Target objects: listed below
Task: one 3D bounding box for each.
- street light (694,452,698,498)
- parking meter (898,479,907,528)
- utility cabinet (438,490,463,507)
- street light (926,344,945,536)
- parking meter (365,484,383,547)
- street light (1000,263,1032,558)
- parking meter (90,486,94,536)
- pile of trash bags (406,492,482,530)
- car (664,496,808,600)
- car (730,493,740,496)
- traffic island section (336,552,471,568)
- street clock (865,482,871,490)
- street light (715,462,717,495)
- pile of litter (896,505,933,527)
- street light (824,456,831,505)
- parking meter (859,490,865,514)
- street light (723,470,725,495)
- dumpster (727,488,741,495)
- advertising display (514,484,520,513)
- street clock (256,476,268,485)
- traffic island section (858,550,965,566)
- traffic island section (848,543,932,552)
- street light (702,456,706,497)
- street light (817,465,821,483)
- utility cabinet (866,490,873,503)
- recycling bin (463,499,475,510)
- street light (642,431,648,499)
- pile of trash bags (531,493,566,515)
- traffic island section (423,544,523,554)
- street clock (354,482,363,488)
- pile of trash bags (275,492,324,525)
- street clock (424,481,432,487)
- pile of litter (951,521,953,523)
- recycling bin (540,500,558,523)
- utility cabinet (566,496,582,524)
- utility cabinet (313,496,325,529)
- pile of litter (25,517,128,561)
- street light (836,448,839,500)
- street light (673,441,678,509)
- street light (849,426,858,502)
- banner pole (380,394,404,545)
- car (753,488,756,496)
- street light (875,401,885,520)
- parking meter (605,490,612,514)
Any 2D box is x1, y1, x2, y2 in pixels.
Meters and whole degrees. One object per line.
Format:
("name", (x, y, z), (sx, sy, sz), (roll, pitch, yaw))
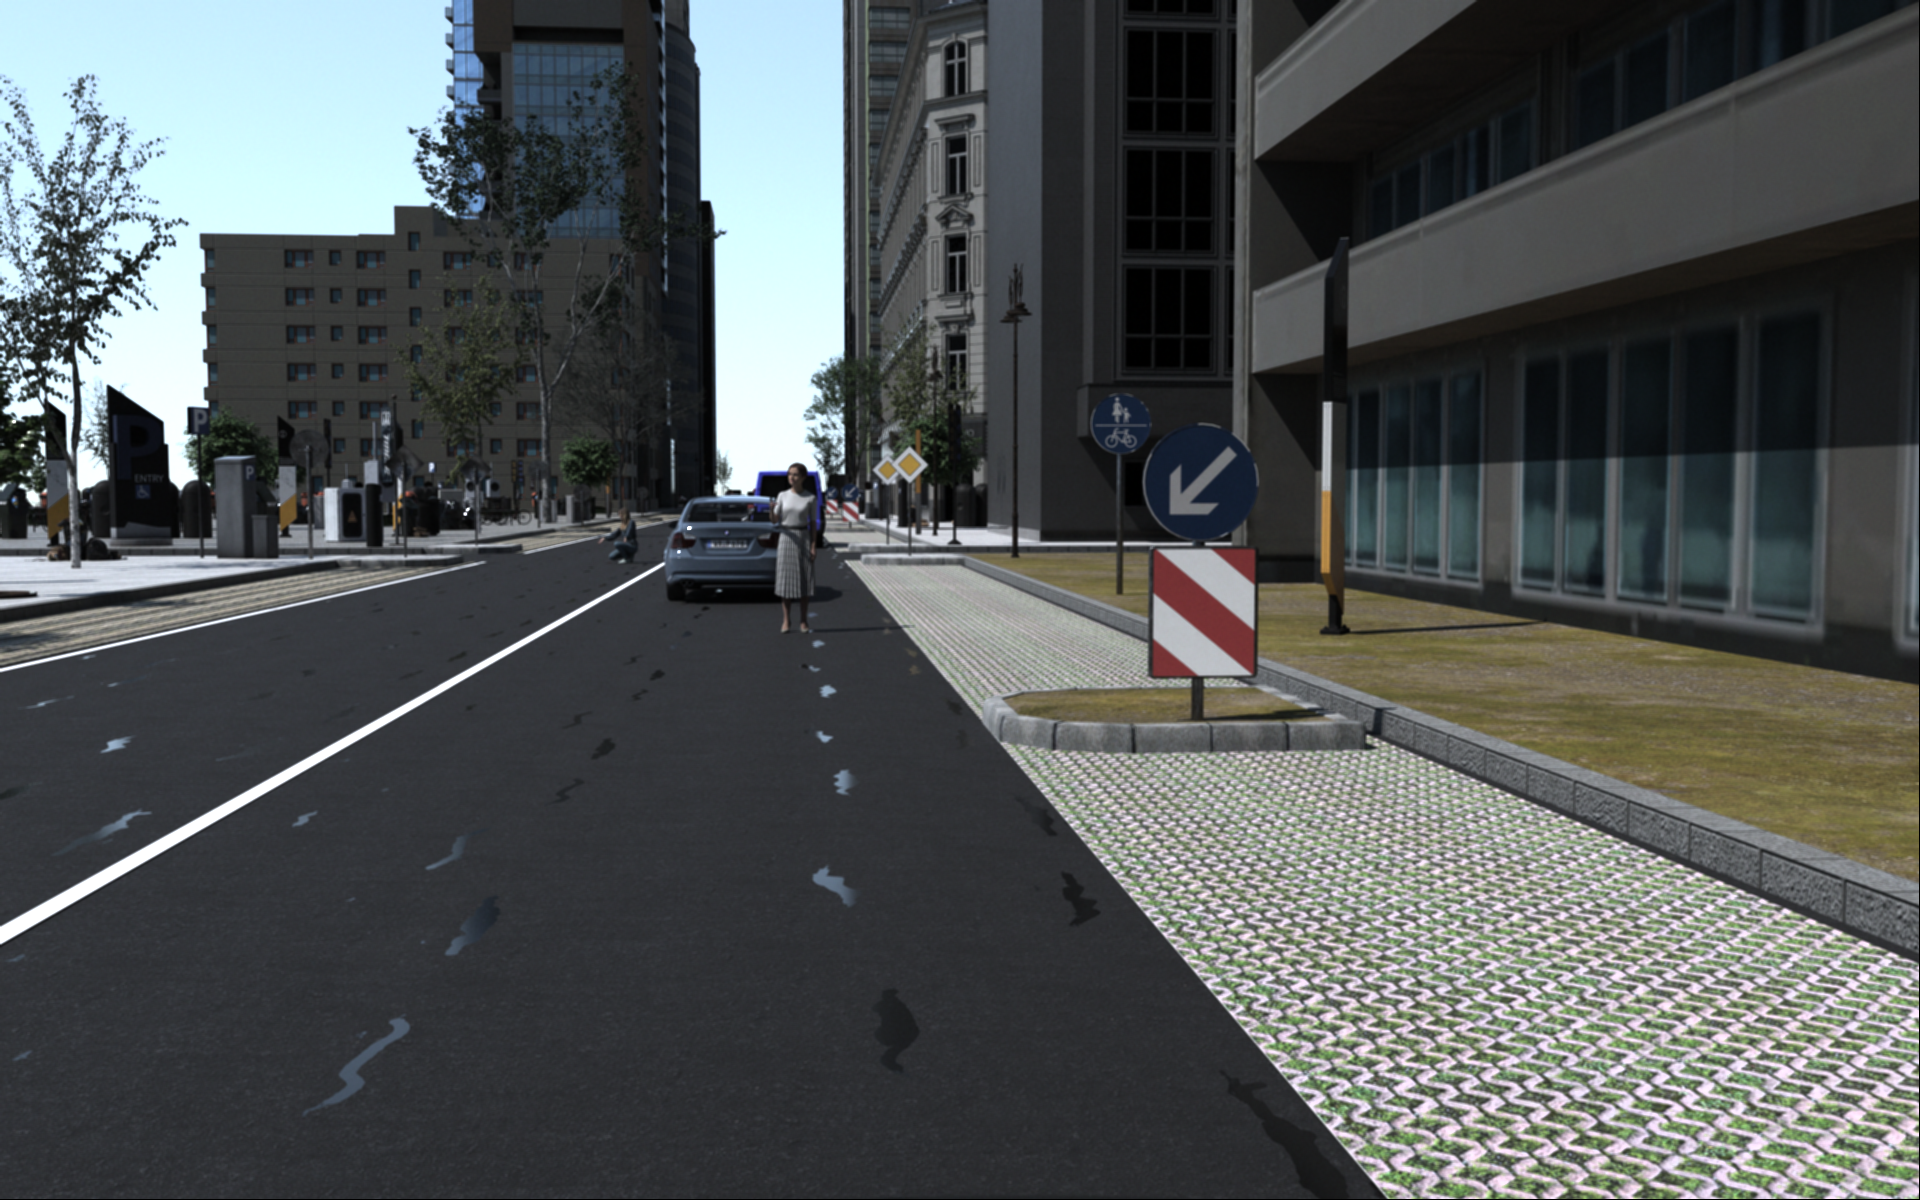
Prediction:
("street light", (-28.082, -12.956, 184.612), (0.468, 5.910, 1.993), (0, 4, -6))
("parking meter", (-2.198, -3.718, 66.493), (0.255, 1.863, 0.399), (-2, 4, -25))
("utility cabinet", (-25.857, -4.851, 87.989), (1.173, 1.500, 0.318), (-2, 4, -32))
("street light", (-0.772, -4.932, 53.424), (0.468, 5.910, 1.993), (0, 4, -6))
("parking meter", (-14.169, -2.047, 41.884), (0.372, 1.533, 0.369), (0, 3, 0))
("street light", (1.115, -3.797, 34.869), (0.468, 5.910, 1.993), (0, 4, -6))
("parking meter", (-26.577, -2.750, 53.379), (0.372, 1.533, 0.369), (0, 3, 0))
("pile of trash bags", (-18.681, -3.171, 61.601), (1.912, 1.369, 3.447), (1, 4, 19))
("car", (-3.182, -0.775, 24.679), (2.014, 1.417, 4.499), (0, 4, -4))
("car", (-17.726, -7.653, 134.904), (2.009, 1.686, 4.222), (0, 4, -7))
("traffic island section", (-11.213, -0.776, 34.970), (2.009, 0.180, 2.903), (0, 4, -6))
("street clock", (-5.356, -5.903, 101.090), (0.358, 2.002, 0.471), (-2, 4, -24))
("street light", (-33.021, -16.018, 234.686), (0.468, 5.910, 1.993), (0, 4, -6))
("pile of litter", (-1.720, -3.280, 67.588), (1.719, 0.858, 1.176), (-1, 4, -16))
("street light", (-14.701, -13.544, 194.228), (0.468, 5.910, 1.993), (0, 4, -6))
("parking meter", (-6.318, -6.303, 111.457), (0.372, 1.533, 0.369), (0, 3, 0))
("street light", (-36.414, -18.021, 267.436), (0.468, 5.910, 1.993), (0, 4, -6))
("dumpster", (-31.596, -14.525, 242.439), (1.985, 2.255, 1.502), (0, 4, -7))
("advertising display", (-28.255, -6.434, 110.410), (0.123, 1.923, 0.974), (0, 4, 0))
("street clock", (-27.507, -3.893, 68.215), (0.471, 2.002, 0.358), (-2, 4, -25))
("traffic island section", (-1.021, -0.837, 35.971), (2.009, 0.180, 2.903), (0, 4, -6))
("traffic island section", (-1.809, -1.323, 43.918), (2.009, 0.180, 2.903), (0, 4, -6))
("street light", (-29.860, -14.035, 202.267), (0.468, 5.910, 1.993), (0, 4, -6))
("street light", (-19.687, -16.623, 244.574), (0.468, 5.910, 1.993), (0, 4, -6))
("utility cabinet", (-4.523, -5.093, 91.942), (0.318, 1.500, 1.173), (2, 4, 35))
("recycling bin", (-26.256, -4.895, 92.580), (0.722, 1.027, 0.722), (0, 4, 3))
("street light", (-21.624, -8.943, 119.007), (0.468, 5.910, 1.993), (0, 4, -6))
("pile of trash bags", (-24.075, -5.769, 104.079), (3.447, 1.369, 1.912), (-2, 4, -33))
("traffic island section", (-12.001, -1.262, 42.916), (2.009, 0.180, 2.903), (0, 4, -6))
("street clock", (-36.424, -6.139, 104.945), (0.471, 2.002, 0.358), (-3, 4, -38))
("pile of trash bags", (-27.805, -3.893, 73.398), (3.447, 1.369, 1.912), (3, 5, 41))
("street clock", (-30.351, -5.774, 98.975), (0.471, 2.002, 0.358), (0, 4, -6))
("pile of litter", (0.194, -3.629, 73.292), (1.176, 0.858, 1.719), (1, 4, 11))
("recycling bin", (-18.324, -3.943, 77.024), (0.722, 1.027, 0.722), (0, 4, -3))
("utility cabinet", (-16.879, -3.950, 75.743), (0.306, 1.237, 1.020), (1, 4, 11))
("utility cabinet", (-23.342, -3.193, 63.372), (0.306, 1.237, 1.020), (0, 4, -3))
("pile of litter", (-17.147, -1.201, 33.596), (1.719, 0.858, 1.176), (0, 4, -2))
("street light", (-11.506, -11.561, 161.812), (0.468, 5.910, 1.993), (0, 4, -6))
("street light", (-24.848, -10.926, 151.420), (0.468, 5.910, 1.993), (0, 4, -6))
("street light", (-7.148, -8.908, 118.437), (0.468, 5.910, 1.993), (0, 4, -6))
("banner pole", (-14.374, -3.284, 43.719), (0.863, 3.779, 0.401), (3, 5, 40))
("car", (-10.501, -5.266, 94.766), (2.281, 1.827, 5.304), (0, 4, -4))
("street light", (-3.926, -6.926, 86.024), (0.468, 5.910, 1.993), (0, 4, -6))
("parking meter", (-22.209, -6.178, 109.415), (0.372, 1.533, 0.369), (0, 3, 0))
